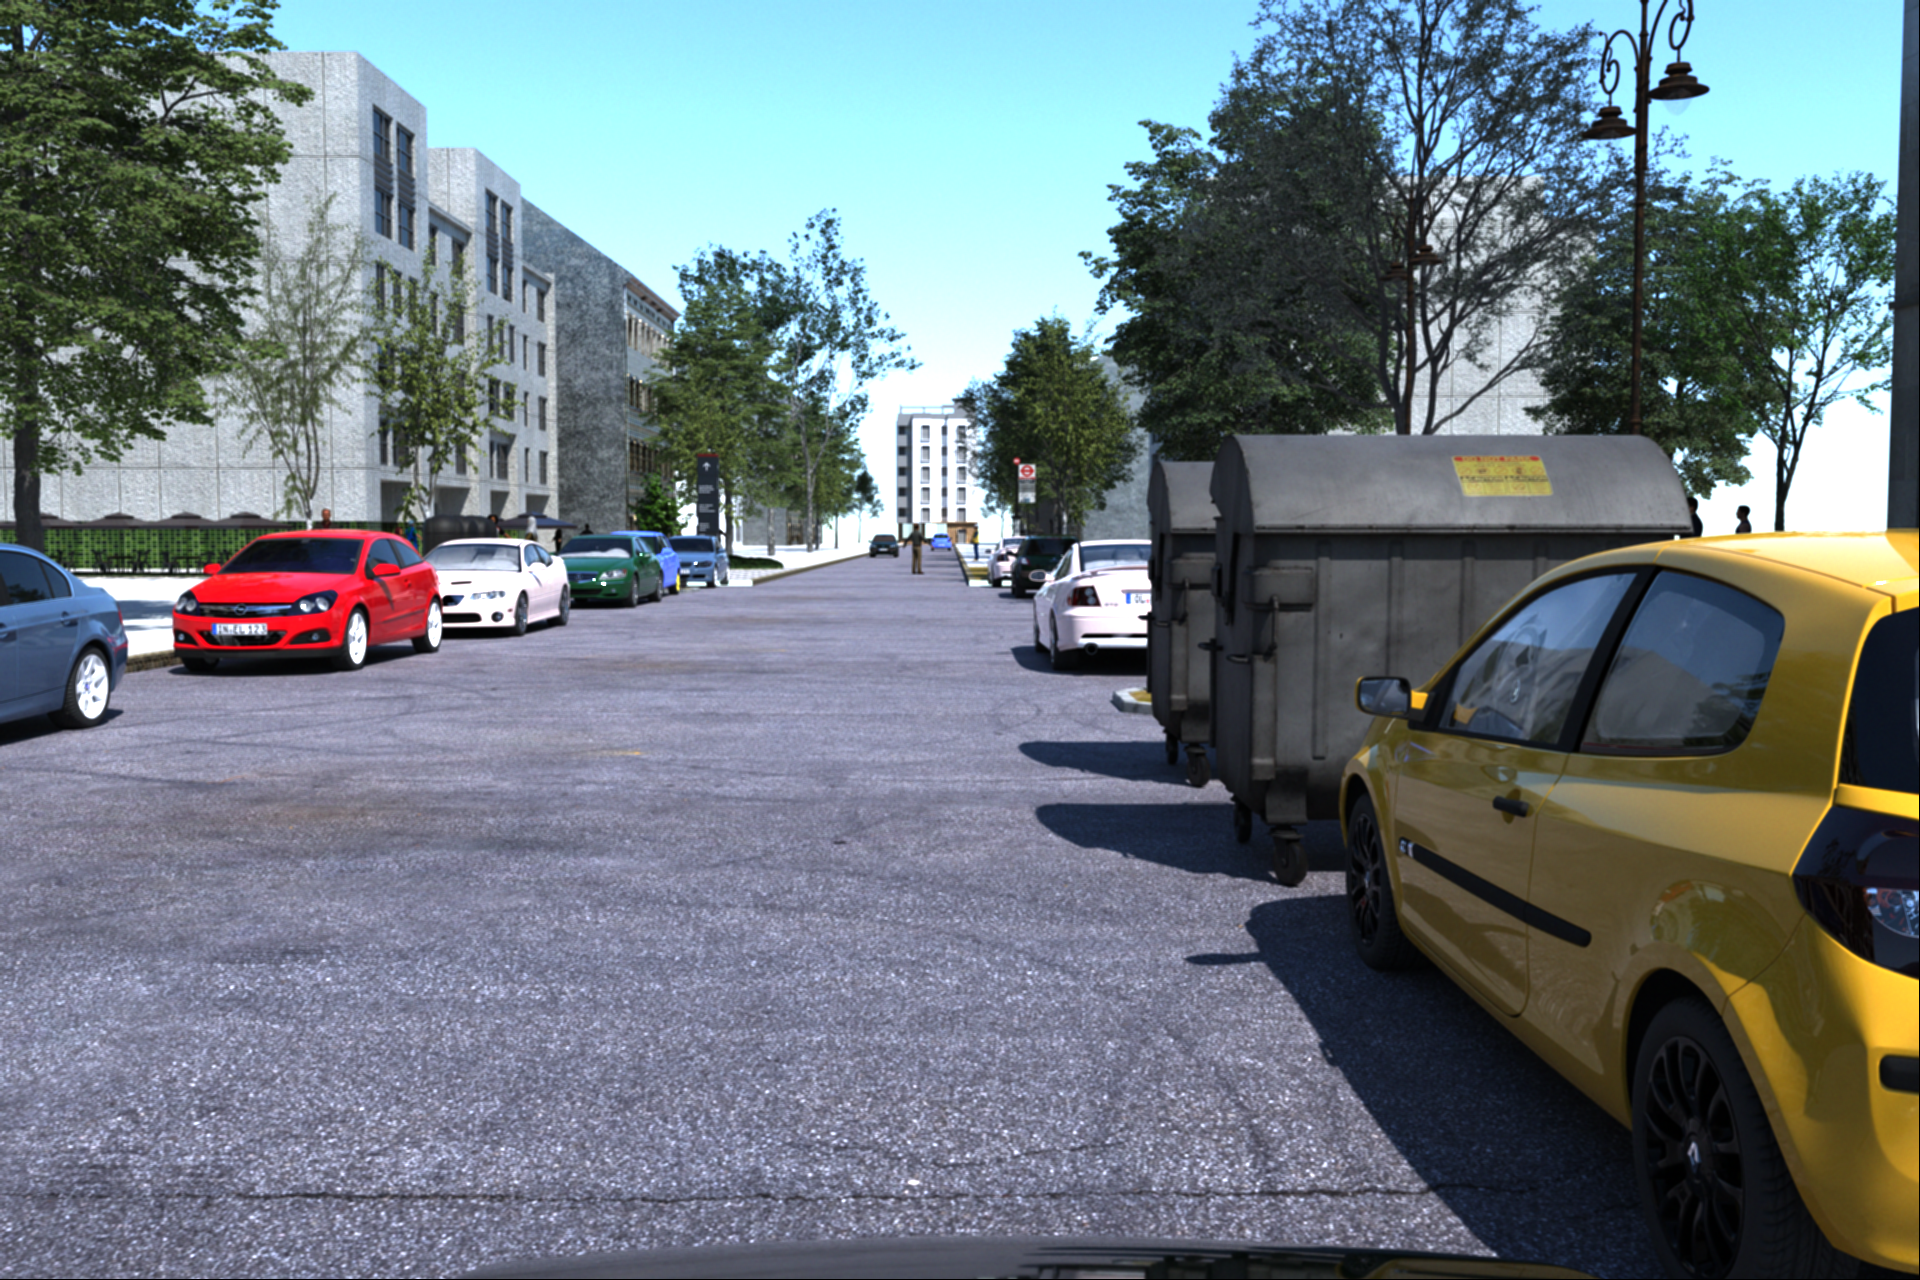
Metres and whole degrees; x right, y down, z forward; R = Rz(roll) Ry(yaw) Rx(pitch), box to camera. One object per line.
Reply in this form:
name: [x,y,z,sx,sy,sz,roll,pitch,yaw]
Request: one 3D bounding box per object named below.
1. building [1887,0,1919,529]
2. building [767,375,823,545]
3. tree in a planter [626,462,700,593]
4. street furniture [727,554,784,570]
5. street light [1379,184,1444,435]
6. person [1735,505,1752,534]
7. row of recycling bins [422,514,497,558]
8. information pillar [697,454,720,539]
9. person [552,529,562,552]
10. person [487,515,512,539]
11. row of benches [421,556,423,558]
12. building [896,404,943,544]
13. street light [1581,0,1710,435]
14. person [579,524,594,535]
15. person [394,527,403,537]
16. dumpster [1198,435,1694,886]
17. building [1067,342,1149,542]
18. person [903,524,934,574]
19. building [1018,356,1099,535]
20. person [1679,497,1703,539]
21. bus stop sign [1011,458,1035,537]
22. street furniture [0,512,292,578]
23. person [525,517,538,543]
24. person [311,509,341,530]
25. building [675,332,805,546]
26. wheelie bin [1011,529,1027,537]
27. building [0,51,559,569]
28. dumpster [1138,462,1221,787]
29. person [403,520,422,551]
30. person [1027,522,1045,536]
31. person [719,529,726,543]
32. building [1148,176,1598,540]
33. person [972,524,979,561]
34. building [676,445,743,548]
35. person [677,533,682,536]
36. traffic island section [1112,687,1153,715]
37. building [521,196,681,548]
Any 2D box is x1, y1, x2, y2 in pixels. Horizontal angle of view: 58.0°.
building: [27.432,-12.943,13.783,24.374,26.755,37.873,0,4,-1]
building: [-27.328,-23.722,218.775,19.493,23.208,18.063,0,4,-1]
tree in a planter: [-7.525,-2.797,42.947,1.991,3.239,1.994,0,4,0]
street furniture: [-9.991,-3.096,66.246,5.734,0.657,10.072,-1,4,-11]
street light: [6.051,-3.094,23.379,0.468,5.910,1.993,0,4,-1]
person: [14.392,-1.576,31.928,0.704,1.807,1.345,2,4,30]
row of recycling bins: [-10.864,-1.883,37.892,1.069,1.692,3.534,0,4,0]
information pillar: [-8.161,-4.088,56.221,0.750,3.857,0.750,0,4,-1]
person: [-18.678,-4.539,80.401,0.705,1.806,1.347,-2,4,-27]
person: [-13.143,-2.607,48.770,1.345,1.843,0.704,-2,4,-24]
row of benches: [-16.295,-2.248,52.210,4.104,0.672,1.422,-1,4,-16]
building: [-8.674,-23.568,244.217,11.380,20.090,16.016,0,4,1]
street light: [5.735,-2.562,14.677,0.468,5.910,1.993,0,4,-1]
person: [-17.016,-4.414,78.896,1.216,1.740,0.721,-2,4,-31]
person: [-12.131,-1.740,37.660,0.599,1.438,0.989,1,4,13]
dumpster: [2.032,0.042,7.529,1.865,1.857,1.264,0,4,-1]
building: [20.610,-20.809,171.147,19.493,23.208,18.063,0,4,0]
person: [-1.528,-3.262,62.059,1.348,1.796,0.705,2,4,35]
building: [20.929,-22.666,214.567,27.936,21.610,32.646,0,4,0]
person: [10.602,-1.174,25.239,0.704,1.823,1.345,1,4,13]
bus stop sign: [2.200,-4.386,60.410,0.855,3.939,0.416,0,4,-1]
street furniture: [-35.121,-2.935,53.013,27.439,1.986,14.083,1,4,22]
person: [-11.191,-2.333,44.914,0.721,1.736,1.217,0,4,-2]
person: [-13.192,-1.830,36.098,1.348,1.807,0.705,-1,4,-19]
building: [-27.852,-22.302,195.563,19.493,23.208,18.063,0,4,0]
wheelie bin: [2.275,-3.630,67.266,0.693,1.594,0.980,0,4,0]
building: [-30.481,-13.031,79.516,16.747,18.905,31.486,0,4,0]
dumpster: [2.039,-0.126,10.277,1.865,1.857,1.264,0,4,-1]
person: [-20.560,-3.606,65.080,1.347,1.817,0.704,3,4,37]
person: [3.545,-4.464,79.121,1.348,1.813,0.705,1,4,18]
person: [-11.112,-4.471,79.238,1.346,1.812,0.704,0,4,7]
building: [20.412,-13.934,94.278,16.747,18.905,31.486,0,3,0]
person: [0.697,-4.702,83.343,0.721,1.772,1.216,0,4,5]
building: [-25.788,-13.918,169.707,9.099,9.664,28.070,0,4,-1]
person: [-8.515,-2.629,52.245,0.991,1.433,0.599,1,4,21]
traffic island section: [2.296,0.517,14.417,1.991,0.108,1.994,0,4,0]
building: [-28.825,-17.074,110.095,19.493,23.208,18.063,0,4,0]
